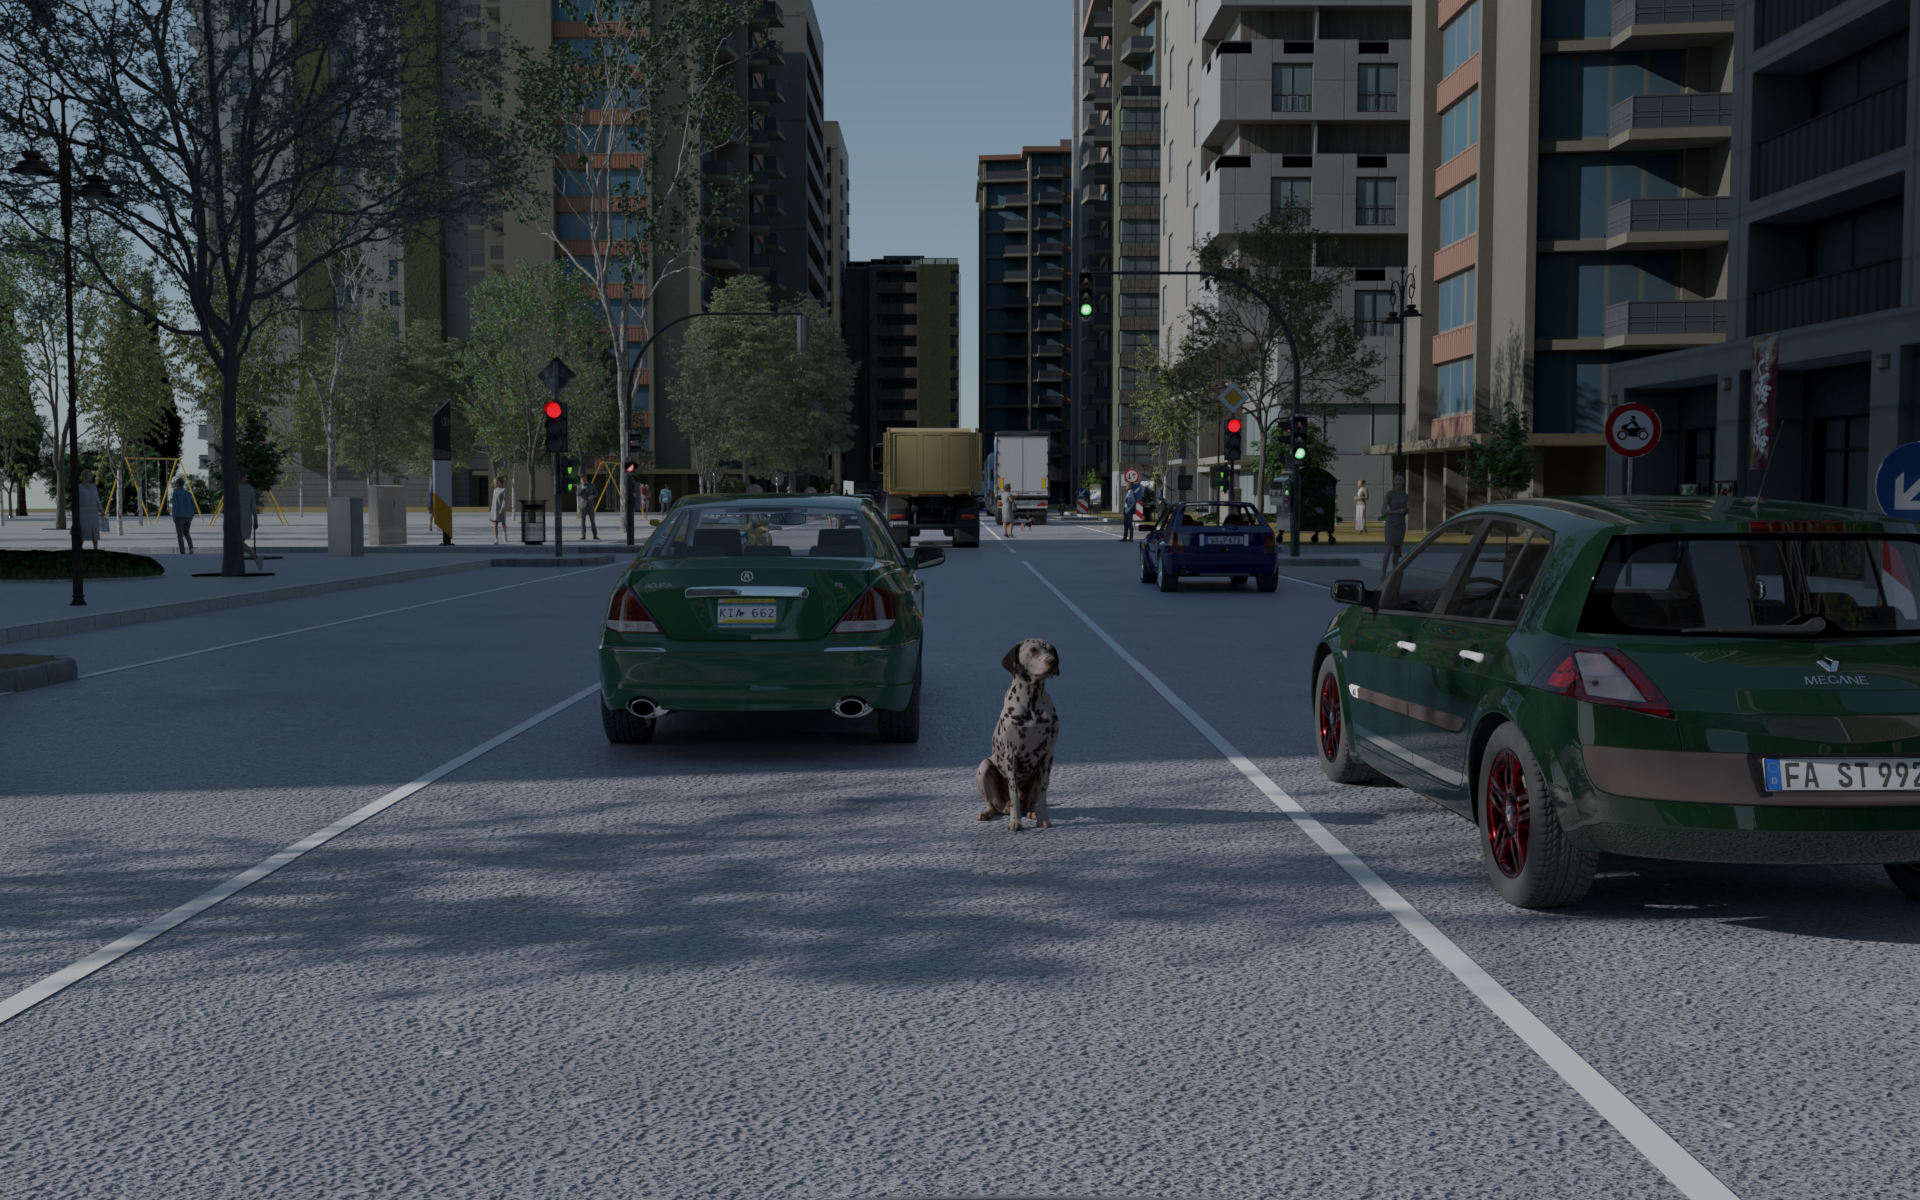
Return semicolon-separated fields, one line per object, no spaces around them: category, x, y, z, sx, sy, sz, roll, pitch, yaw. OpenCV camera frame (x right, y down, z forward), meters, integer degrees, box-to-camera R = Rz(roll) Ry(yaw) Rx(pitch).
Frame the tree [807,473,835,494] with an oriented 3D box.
tree;-11.708;-9.120;143.721;1.663;3.219;1.824;0;3;0

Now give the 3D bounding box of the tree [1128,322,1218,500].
tree;9.127;-7.652;75.467;4.737;8.622;4.395;0;3;0

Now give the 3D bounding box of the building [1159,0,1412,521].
building;25.834;-30.848;93.607;28.713;52.752;27.495;0;4;0

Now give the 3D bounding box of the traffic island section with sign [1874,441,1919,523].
traffic island section with sign;7.012;-0.307;13.644;1.989;1.847;2.006;0;4;0

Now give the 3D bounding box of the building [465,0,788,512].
building;-25.112;-29.254;132.923;22.147;44.769;28.867;0;4;0

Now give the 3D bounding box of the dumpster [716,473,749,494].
dumpster;-10.569;-4.800;80.966;1.502;2.255;1.985;0;4;0

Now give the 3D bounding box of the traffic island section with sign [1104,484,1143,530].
traffic island section with sign;6.739;-3.669;68.622;1.989;1.847;2.006;0;4;0

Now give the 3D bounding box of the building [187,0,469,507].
building;-62.999;-39.002;179.676;28.212;58.520;21.231;0;4;0

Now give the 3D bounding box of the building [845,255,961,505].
building;-6.988;-26.975;212.736;14.107;30.474;14.160;0;4;0

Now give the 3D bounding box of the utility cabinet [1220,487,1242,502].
utility cabinet;8.846;-2.925;56.506;0.318;1.500;1.173;2;4;30

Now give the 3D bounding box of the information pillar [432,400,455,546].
information pillar;-12.807;-3.152;42.882;0.183;3.616;0.504;3;5;41

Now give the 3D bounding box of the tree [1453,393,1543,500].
tree;10.491;-2.342;32.894;1.663;3.219;1.824;0;3;0

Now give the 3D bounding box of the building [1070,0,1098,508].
building;21.822;-38.760;175.732;21.231;58.520;28.212;0;4;0

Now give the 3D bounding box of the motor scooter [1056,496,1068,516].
motor scooter;6.693;-6.170;113.660;0.815;1.314;1.986;0;4;1

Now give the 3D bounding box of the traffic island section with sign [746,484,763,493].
traffic island section with sign;-8.097;-3.662;68.509;1.989;1.847;2.006;0;4;0

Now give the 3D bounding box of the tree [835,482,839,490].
tree;-11.681;-9.922;156.830;1.663;3.219;1.824;0;3;0

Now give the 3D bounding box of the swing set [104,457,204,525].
swing set;-34.774;-4.722;74.816;2.862;2.851;3.119;1;4;23

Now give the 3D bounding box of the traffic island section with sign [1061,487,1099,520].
traffic island section with sign;6.586;-5.318;95.576;1.989;1.847;2.006;0;4;0

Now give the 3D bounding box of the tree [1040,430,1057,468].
tree;9.128;-14.961;194.980;4.360;8.622;3.978;0;3;0

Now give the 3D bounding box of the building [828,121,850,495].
building;-24.858;-36.170;215.078;21.600;48.544;21.300;0;4;0

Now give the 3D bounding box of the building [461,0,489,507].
building;-38.593;-45.382;180.240;20.611;71.187;20.563;0;4;0

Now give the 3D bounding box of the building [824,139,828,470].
building;-21.258;-30.597;183.856;14.086;41.232;14.154;0;4;0

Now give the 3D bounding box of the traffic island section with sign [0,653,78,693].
traffic island section with sign;-7.803;-0.259;12.862;1.989;1.847;2.006;0;4;0

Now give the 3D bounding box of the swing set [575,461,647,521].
swing set;-16.952;-5.284;84.005;2.862;2.851;3.119;0;4;3

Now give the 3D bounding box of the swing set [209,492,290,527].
swing set;-28.404;-4.370;69.063;2.862;2.851;3.119;-2;4;-25

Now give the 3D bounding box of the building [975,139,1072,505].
building;14.824;-34.370;216.565;28.867;44.769;22.147;0;4;0

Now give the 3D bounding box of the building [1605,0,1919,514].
building;22.494;-35.613;20.526;20.563;71.187;20.611;0;4;0

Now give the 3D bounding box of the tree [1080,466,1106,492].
tree;9.231;-7.756;121.409;1.663;3.219;1.824;0;3;0

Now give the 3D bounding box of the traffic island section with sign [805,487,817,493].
traffic island section with sign;-8.239;-5.357;96.210;1.989;1.847;2.006;0;4;0

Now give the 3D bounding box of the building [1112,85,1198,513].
building;17.985;-21.675;126.093;14.160;30.474;14.107;0;4;0

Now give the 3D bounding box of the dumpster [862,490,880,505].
dumpster;-8.781;-9.924;170.479;1.865;1.857;1.264;0;4;1

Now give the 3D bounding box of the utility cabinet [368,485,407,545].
utility cabinet;-14.255;-2.109;43.169;0.318;1.500;1.173;1;4;16

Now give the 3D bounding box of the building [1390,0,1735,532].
building;29.214;-24.727;58.908;28.867;44.769;22.147;0;4;0

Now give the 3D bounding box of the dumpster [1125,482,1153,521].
dumpster;8.563;-4.684;82.347;1.264;1.857;1.865;0;4;0

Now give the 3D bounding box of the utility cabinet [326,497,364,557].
utility cabinet;-12.750;-1.516;35.944;1.020;1.237;0.306;3;5;43

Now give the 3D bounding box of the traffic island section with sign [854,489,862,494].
traffic island section with sign;-8.505;-8.357;145.269;1.989;1.847;2.006;0;4;0

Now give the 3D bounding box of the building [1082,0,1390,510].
building;21.780;-30.129;147.235;22.147;44.769;28.867;0;4;0

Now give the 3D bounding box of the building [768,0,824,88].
building;-23.824;-32.723;158.717;21.300;48.544;21.600;0;4;0

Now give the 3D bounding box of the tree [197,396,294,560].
tree;-13.987;-2.426;34.275;1.663;3.219;1.824;0;3;0

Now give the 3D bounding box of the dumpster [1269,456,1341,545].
dumpster;8.878;-2.573;44.559;1.502;2.255;1.985;0;4;0
